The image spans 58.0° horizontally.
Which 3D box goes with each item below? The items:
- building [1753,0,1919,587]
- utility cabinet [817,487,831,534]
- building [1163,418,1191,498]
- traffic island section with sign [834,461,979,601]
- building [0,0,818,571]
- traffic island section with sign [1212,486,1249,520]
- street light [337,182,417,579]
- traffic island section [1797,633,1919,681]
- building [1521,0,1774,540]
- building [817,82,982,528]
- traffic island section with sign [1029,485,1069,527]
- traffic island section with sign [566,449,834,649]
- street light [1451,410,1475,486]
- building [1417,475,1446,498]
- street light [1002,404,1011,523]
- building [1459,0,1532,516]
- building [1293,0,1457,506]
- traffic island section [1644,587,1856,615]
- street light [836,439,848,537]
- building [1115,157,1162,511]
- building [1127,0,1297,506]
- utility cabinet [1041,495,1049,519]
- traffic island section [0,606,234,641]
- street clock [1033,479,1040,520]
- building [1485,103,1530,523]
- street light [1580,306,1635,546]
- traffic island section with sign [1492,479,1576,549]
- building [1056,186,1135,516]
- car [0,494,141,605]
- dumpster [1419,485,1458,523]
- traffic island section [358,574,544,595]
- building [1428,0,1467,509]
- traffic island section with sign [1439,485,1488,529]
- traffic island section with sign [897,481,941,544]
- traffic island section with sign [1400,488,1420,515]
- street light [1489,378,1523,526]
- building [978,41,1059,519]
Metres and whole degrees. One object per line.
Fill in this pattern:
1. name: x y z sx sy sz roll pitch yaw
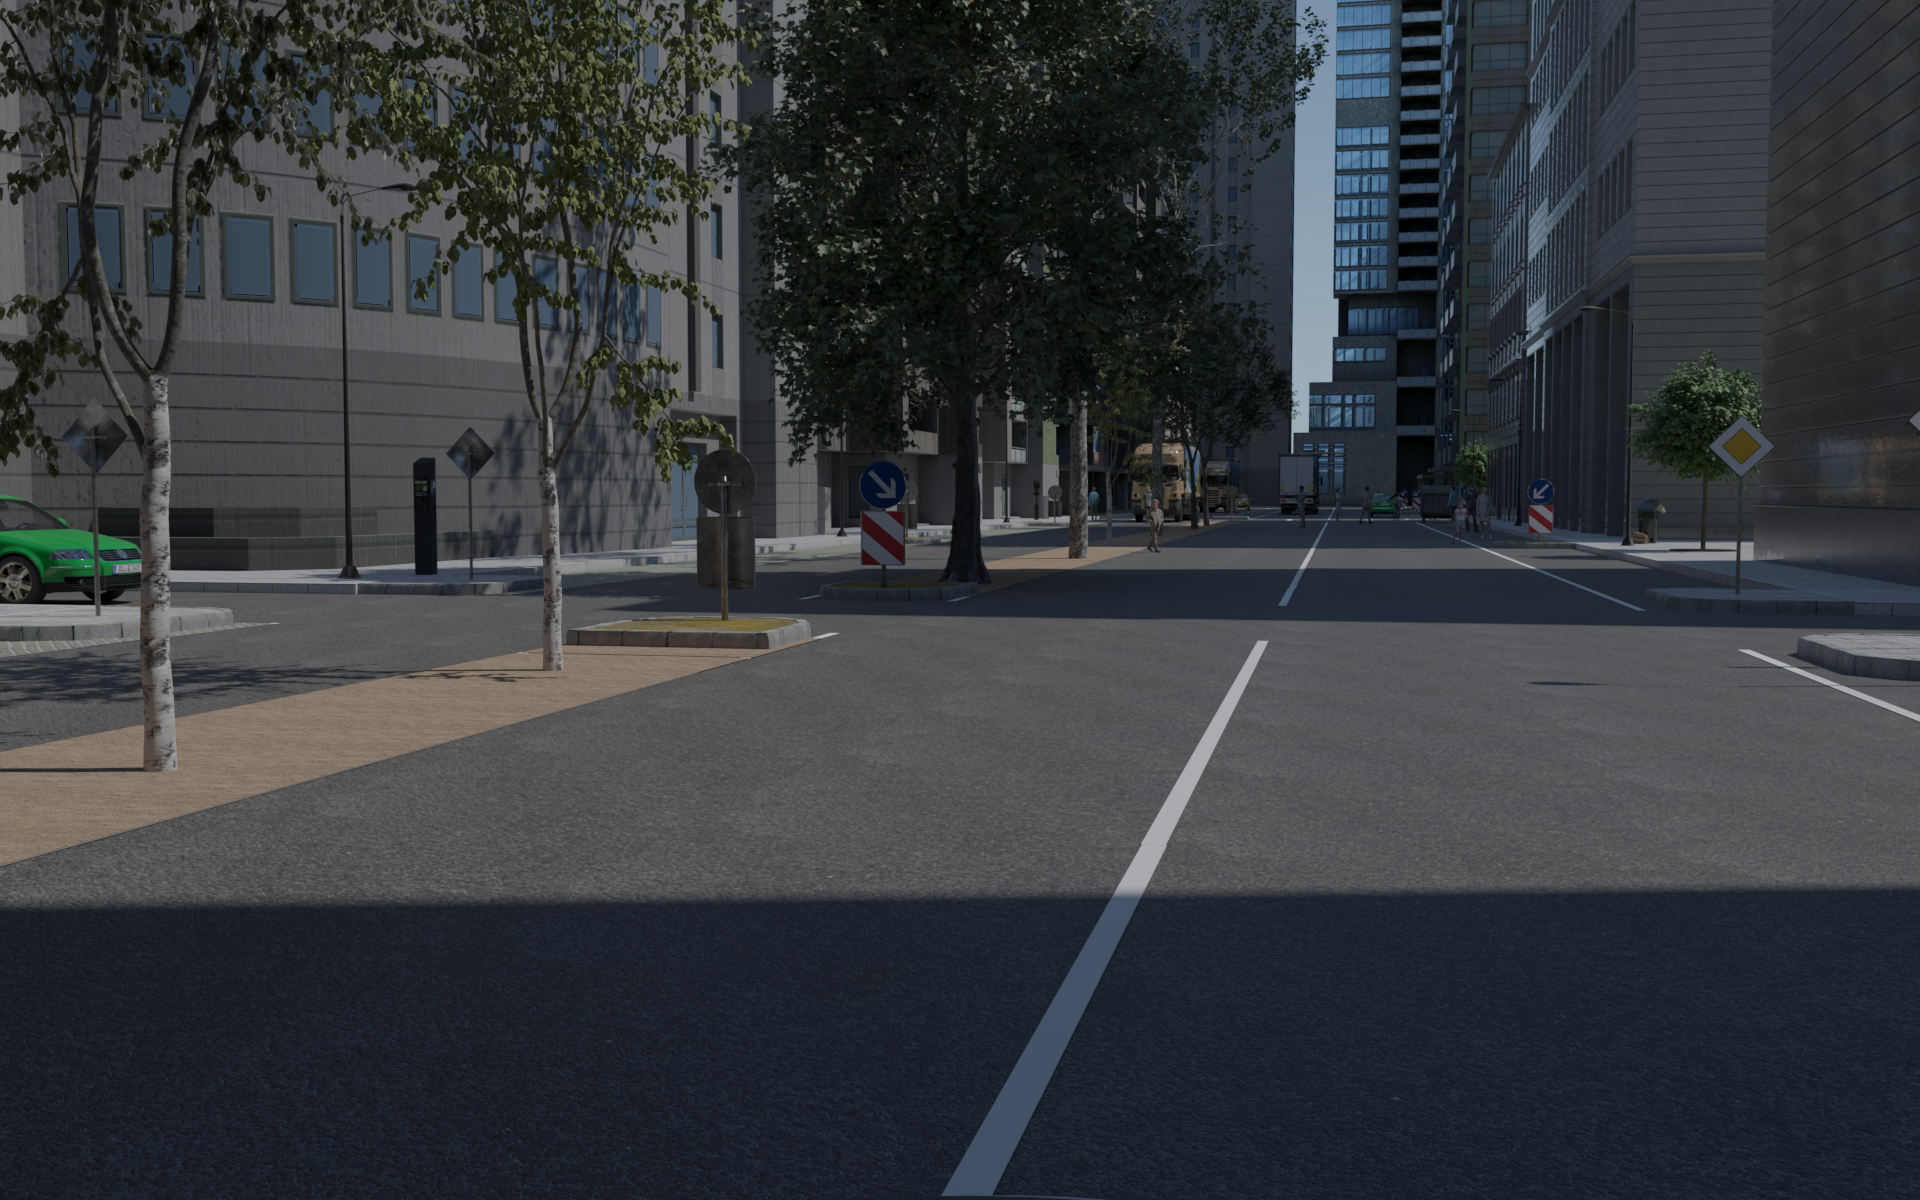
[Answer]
1. building: 25.941 -13.895 24.443 25.104 27.353 12.463 1 4 12
2. utility cabinet: -4.631 -2.831 54.970 1.173 1.500 0.318 3 4 36
3. building: 6.297 -19.526 164.289 28.899 21.520 27.650 1 4 12
4. traffic island section with sign: -0.913 -0.984 24.226 2.006 1.907 1.989 1 4 12
5. building: -17.679 -30.494 40.583 21.231 58.520 28.212 1 4 12
6. traffic island section with sign: 15.278 -5.472 97.606 2.006 1.907 1.989 1 4 12
7. street light: -8.761 -3.273 26.058 1.470 5.913 1.316 1 4 12
8. traffic island section: 8.251 0.483 14.380 2.009 0.180 2.903 1 4 12
9. building: 27.184 -17.336 60.931 11.434 29.767 29.804 1 4 12
10. building: -7.372 -18.182 68.976 14.160 30.474 14.107 1 4 12
11. traffic island section with sign: 4.191 -4.165 76.725 1.989 1.847 2.006 1 4 12
12. traffic island section with sign: -2.519 -0.542 16.994 2.006 1.907 1.989 1 4 12
13. street light: 27.646 -7.498 95.127 1.470 5.913 1.316 1 4 12
14. building: 57.742 -28.255 153.844 32.217 40.220 23.993 1 4 12
15. street light: 2.619 -6.411 77.359 1.470 5.913 1.316 1 4 12
16. building: 38.446 -25.922 107.415 14.154 41.232 14.086 1 4 12
17. building: 52.307 -53.419 186.066 31.000 86.520 22.319 1 4 12
18. traffic island section: 9.972 0.006 22.178 2.009 0.180 2.903 1 4 12
19. street light: -3.021 -4.846 51.779 1.470 5.913 1.316 1 4 12
20. building: 8.129 -22.304 136.375 14.160 30.474 14.107 1 4 12
21. building: 22.632 -39.742 191.778 28.212 58.520 21.231 1 4 12
22. utility cabinet: 4.411 -4.812 89.833 0.306 1.237 1.020 0 4 -6
23. traffic island section: -9.074 0.250 18.195 2.009 0.180 2.903 1 4 12
24. street clock: 3.798 -4.971 85.849 0.358 2.002 0.471 -1 4 -10
25. building: 31.480 -14.414 84.819 9.793 20.994 18.267 1 4 12
26. street light: 16.031 -4.303 42.902 1.470 5.913 1.316 1 4 12
27. traffic island section with sign: 15.290 -2.298 46.198 1.989 1.847 2.006 1 4 12
28. building: -0.219 -28.187 115.482 22.147 44.769 28.867 1 4 12
29. car: -13.020 -0.855 22.782 4.718 1.807 1.959 1 4 12
30. dumpster: 23.788 -4.762 86.080 1.865 1.857 1.264 1 4 12
31. traffic island section: -7.352 -0.227 25.993 2.009 0.180 2.903 1 4 12
32. building: 47.611 -31.090 127.924 23.786 49.044 30.456 1 4 12
33. traffic island section with sign: 21.105 -3.908 72.521 1.989 1.847 2.006 1 4 12
34. traffic island section with sign: -1.626 -2.555 50.403 1.989 1.847 2.006 1 4 12
35. traffic island section with sign: 31.924 -6.906 121.546 1.989 1.847 2.006 1 4 12
36. street light: 21.911 -5.934 69.557 1.470 5.913 1.316 1 4 12
37. building: -2.836 -24.871 90.234 14.154 41.232 14.086 1 4 12
